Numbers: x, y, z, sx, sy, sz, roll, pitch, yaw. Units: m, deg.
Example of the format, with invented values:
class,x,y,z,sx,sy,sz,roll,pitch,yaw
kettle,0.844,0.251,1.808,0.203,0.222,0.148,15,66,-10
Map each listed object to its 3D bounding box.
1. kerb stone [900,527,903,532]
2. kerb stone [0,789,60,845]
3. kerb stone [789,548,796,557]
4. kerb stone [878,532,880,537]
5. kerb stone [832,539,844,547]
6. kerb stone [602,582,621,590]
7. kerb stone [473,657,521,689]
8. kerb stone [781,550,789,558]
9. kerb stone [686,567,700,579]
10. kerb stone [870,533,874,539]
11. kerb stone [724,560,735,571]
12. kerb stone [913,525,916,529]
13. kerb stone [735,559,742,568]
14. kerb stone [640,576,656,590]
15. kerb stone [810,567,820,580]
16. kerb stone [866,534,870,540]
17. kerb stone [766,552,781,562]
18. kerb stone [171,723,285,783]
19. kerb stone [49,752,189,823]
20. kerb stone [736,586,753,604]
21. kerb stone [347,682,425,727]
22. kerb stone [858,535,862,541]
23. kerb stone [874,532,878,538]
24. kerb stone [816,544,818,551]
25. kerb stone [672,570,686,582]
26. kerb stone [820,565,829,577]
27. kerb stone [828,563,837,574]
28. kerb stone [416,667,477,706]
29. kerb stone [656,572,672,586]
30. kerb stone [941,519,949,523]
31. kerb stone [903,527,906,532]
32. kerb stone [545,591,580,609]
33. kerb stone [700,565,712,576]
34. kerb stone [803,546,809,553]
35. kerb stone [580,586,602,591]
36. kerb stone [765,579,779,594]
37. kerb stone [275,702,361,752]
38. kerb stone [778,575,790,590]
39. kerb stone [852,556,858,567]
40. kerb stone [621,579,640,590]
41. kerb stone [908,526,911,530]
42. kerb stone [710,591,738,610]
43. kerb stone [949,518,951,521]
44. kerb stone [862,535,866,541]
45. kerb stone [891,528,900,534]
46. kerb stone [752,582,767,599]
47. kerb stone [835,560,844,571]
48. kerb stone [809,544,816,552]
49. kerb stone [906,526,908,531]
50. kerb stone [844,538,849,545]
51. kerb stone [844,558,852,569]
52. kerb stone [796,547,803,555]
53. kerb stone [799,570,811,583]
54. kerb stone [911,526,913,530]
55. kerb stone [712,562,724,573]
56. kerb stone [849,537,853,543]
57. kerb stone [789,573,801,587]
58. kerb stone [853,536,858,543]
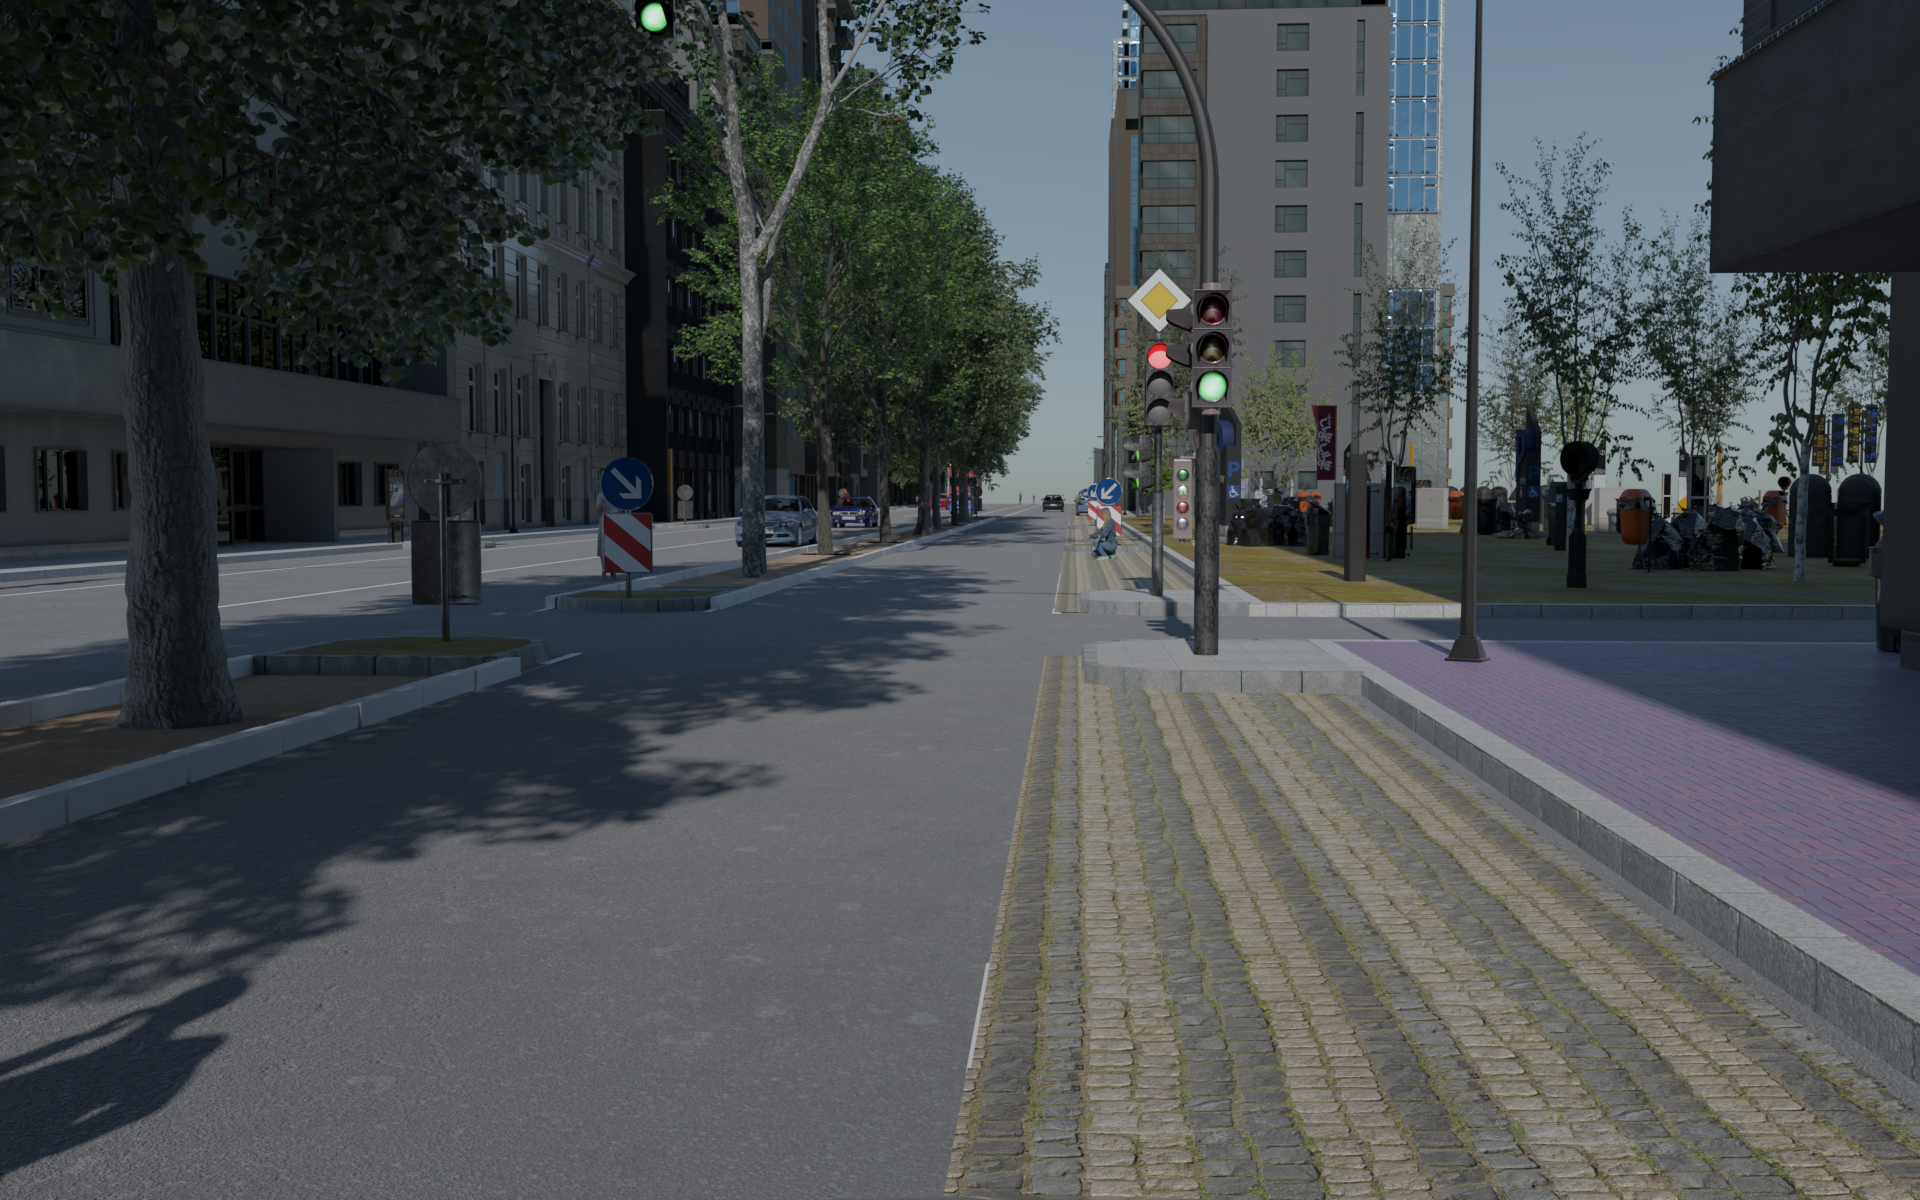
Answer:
class,x,y,z,sx,sy,sz,roll,pitch,yaw
kerb stone,-2.315,-2.558,64.033,0.120,0.150,1.000,0,4,4
kerb stone,-3.980,0.928,7.029,0.120,0.150,1.000,0,4,4
kerb stone,-3.933,-1.058,39.494,0.120,0.150,1.000,0,4,4
kerb stone,-2.781,-2.122,56.885,0.120,0.150,1.000,0,4,4
kerb stone,-3.394,-1.559,47.690,0.120,0.150,1.000,0,4,4
kerb stone,-4.956,-0.121,24.174,0.120,0.150,1.000,0,4,4
kerb stone,-3.565,0.558,13.188,0.120,0.150,1.000,0,4,4
kerb stone,-3.998,-0.987,38.471,0.120,0.150,1.000,0,4,4
kerb stone,-4.610,-0.433,29.281,0.120,0.150,1.000,0,4,4
kerb stone,-2.920,-1.994,54.846,0.120,0.150,1.000,0,4,4
kerb stone,-4.408,-0.621,32.344,0.120,0.150,1.000,0,4,4
kerb stone,-1.977,-2.871,69.138,0.120,0.150,1.000,0,4,4
kerb stone,-4.343,-0.680,33.364,0.120,0.150,1.000,0,4,4
kerb stone,-4.813,-0.246,26.214,0.120,0.150,1.000,0,4,4
kerb stone,-2.525,-0.419,29.078,0.120,0.150,1.000,0,4,4
kerb stone,-2.985,-1.934,53.823,0.120,0.150,1.000,0,4,4
kerb stone,-4.071,-0.928,37.447,0.120,0.150,1.000,0,4,4
kerb stone,-3.841,0.802,9.089,0.120,0.150,1.000,0,4,4
kerb stone,-3.909,0.867,8.049,0.120,0.150,1.000,0,4,4
kerb stone,-2.925,-0.045,22.938,0.120,0.150,1.000,0,4,4
kerb stone,-3.703,0.676,11.138,0.120,0.150,1.000,0,4,4
kerb stone,-3.125,-1.809,51.778,0.120,0.150,1.000,0,4,4
kerb stone,-2.857,-2.059,55.866,0.120,0.150,1.000,0,4,4
kerb stone,-3.664,-1.308,43.589,0.120,0.150,1.000,0,4,4
kerb stone,-4.684,-0.368,28.258,0.120,0.150,1.000,0,4,4
kerb stone,-2.452,-0.483,30.098,0.120,0.150,1.000,0,4,4
kerb stone,-2.385,-0.543,31.118,0.120,0.150,1.000,0,4,4
kerb stone,-3.643,0.613,12.168,0.120,0.150,1.000,0,4,4
kerb stone,-4.743,-0.305,27.237,0.120,0.150,1.000,0,4,4
kerb stone,-0.763,-3.996,87.522,0.120,0.150,1.000,0,4,4
kerb stone,-2.241,-2.620,65.052,0.120,0.150,1.000,0,4,4
kerb stone,-5.088,0.004,22.134,0.120,0.150,1.000,0,4,4
kerb stone,-4.544,-0.496,30.301,0.120,0.150,1.000,0,4,4
kerb stone,-3.809,-1.180,41.544,0.120,0.150,1.000,0,4,4
kerb stone,-5.011,-0.053,23.154,0.120,0.150,1.000,0,4,4
kerb stone,-2.794,-0.171,24.985,0.120,0.150,1.000,0,4,4
kerb stone,-3.781,0.746,10.117,0.120,0.150,1.000,0,4,4
kerb stone,-2.726,-0.233,26.005,0.120,0.150,1.000,0,4,4
kerb stone,-2.182,-0.734,34.199,0.120,0.150,1.000,0,4,4
kerb stone,-4.877,-0.183,25.193,0.120,0.150,1.000,0,4,4
kerb stone,-2.108,-2.746,67.092,0.120,0.150,1.000,0,4,4
kerb stone,-2.994,0.017,21.910,0.120,0.150,1.000,0,4,4
kerb stone,-0.702,-4.057,88.545,0.120,0.150,1.000,0,4,4
kerb stone,-3.052,-1.872,52.797,0.120,0.150,1.000,0,4,4
kerb stone,-2.381,-2.496,63.013,0.120,0.150,1.000,0,4,4
kerb stone,-2.857,-0.108,23.958,0.120,0.150,1.000,0,4,4
kerb stone,-2.324,-0.606,32.149,0.120,0.150,1.000,0,4,4
kerb stone,-3.733,-1.246,42.563,0.120,0.150,1.000,0,4,4
kerb stone,-2.179,-2.684,66.072,0.120,0.150,1.000,0,4,4
kerb stone,-3.322,-1.622,48.712,0.120,0.150,1.000,0,4,4
kerb stone,-2.245,-0.671,33.169,0.120,0.150,1.000,0,4,4
kerb stone,-3.873,-1.121,40.524,0.120,0.150,1.000,0,4,4
kerb stone,-2.588,-0.358,28.050,0.120,0.150,1.000,0,4,4
kerb stone,-2.046,-2.808,68.112,0.120,0.150,1.000,0,4,4
kerb stone,-4.477,-0.555,31.321,0.120,0.150,1.000,0,4,4
kerb stone,-3.259,-1.684,49.733,0.120,0.150,1.000,0,4,4
kerb stone,-2.660,-0.296,27.030,0.120,0.150,1.000,0,4,4
kerb stone,-3.186,-1.744,50.757,0.120,0.150,1.000,0,4,4
